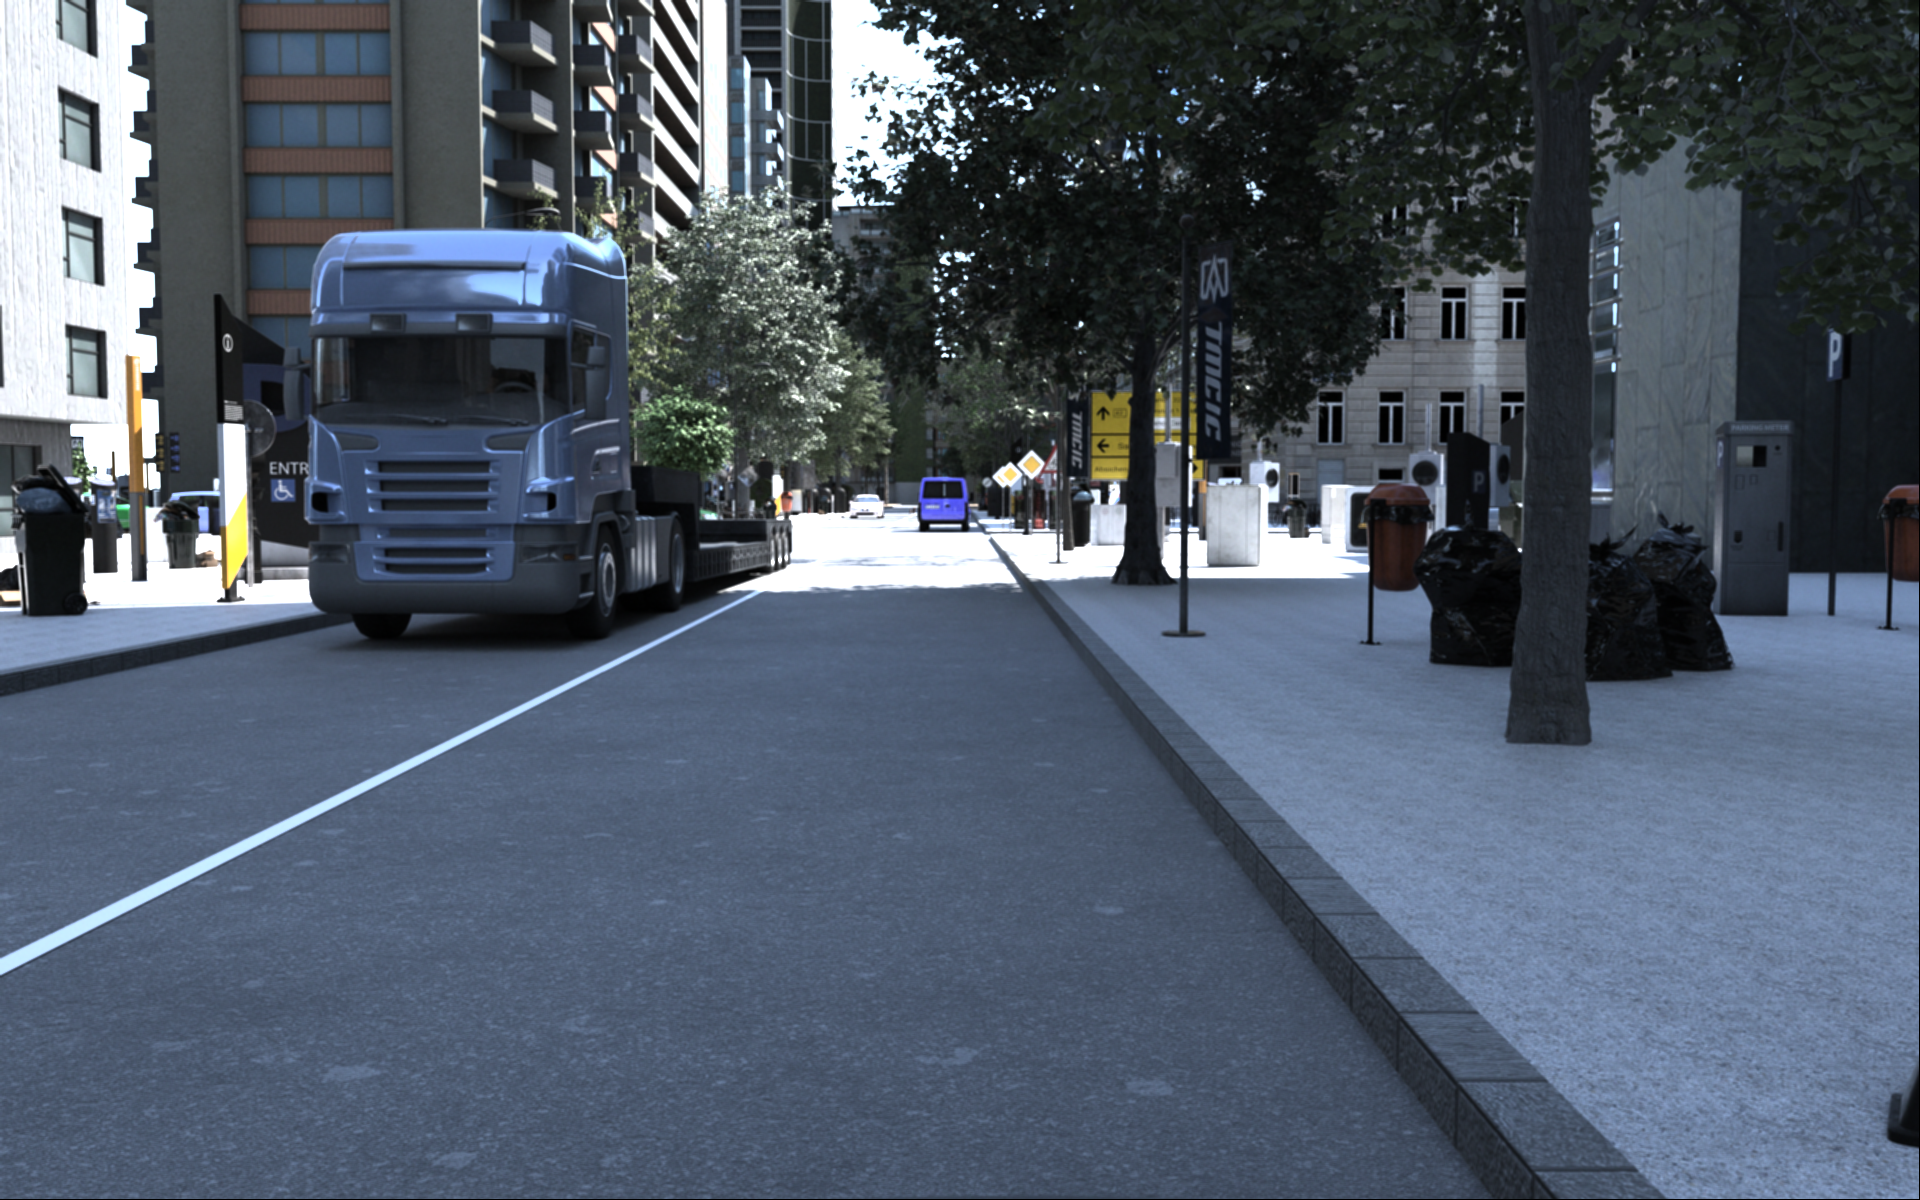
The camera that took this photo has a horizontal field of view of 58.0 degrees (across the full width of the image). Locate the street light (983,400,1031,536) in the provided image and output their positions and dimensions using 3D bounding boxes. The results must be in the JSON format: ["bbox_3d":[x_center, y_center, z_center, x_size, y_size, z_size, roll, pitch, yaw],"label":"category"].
[{"bbox_3d":[1.531,-4.936,53.242,1.470,5.913,1.316,0,4,0],"label":"street light"}]

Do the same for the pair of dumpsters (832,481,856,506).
[{"bbox_3d":[-8.518,-7.591,126.602,1.574,2.255,4.437,0,3,0],"label":"pair of dumpsters"}]

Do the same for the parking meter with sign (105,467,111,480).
[{"bbox_3d":[-55.675,-7.138,112.966,0.543,3.016,1.738,-3,5,-44],"label":"parking meter with sign"}]

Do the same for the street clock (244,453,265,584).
[{"bbox_3d":[-10.070,-1.227,24.627,0.471,2.002,0.358,3,5,44],"label":"street clock"}]

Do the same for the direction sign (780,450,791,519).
[{"bbox_3d":[-8.974,-5.943,89.164,0.876,3.537,0.379,3,5,44],"label":"direction sign"}]

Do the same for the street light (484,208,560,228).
[{"bbox_3d":[-7.203,-3.409,28.284,1.470,5.913,1.316,0,4,0],"label":"street light"}]

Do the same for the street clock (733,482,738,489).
[{"bbox_3d":[-11.461,-5.183,89.312,0.471,2.002,0.358,2,4,35],"label":"street clock"}]

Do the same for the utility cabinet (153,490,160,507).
[{"bbox_3d":[-45.374,-5.513,98.810,0.318,1.500,1.173,2,4,31],"label":"utility cabinet"}]

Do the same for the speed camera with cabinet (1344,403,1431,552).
[{"bbox_3d":[9.524,-2.670,37.996,2.038,3.252,0.660,1,4,22],"label":"speed camera with cabinet"}]

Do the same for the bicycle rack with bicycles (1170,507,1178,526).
[{"bbox_3d":[7.280,-3.461,69.973,2.925,0.926,2.852,-1,4,-14],"label":"bicycle rack with bicycles"}]

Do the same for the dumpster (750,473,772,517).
[{"bbox_3d":[-9.066,-4.698,79.305,1.502,2.255,1.985,0,4,0],"label":"dumpster"}]

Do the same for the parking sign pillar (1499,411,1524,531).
[{"bbox_3d":[14.854,-3.484,45.438,1.447,3.967,1.447,1,4,11],"label":"parking sign pillar"}]

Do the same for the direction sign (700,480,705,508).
[{"bbox_3d":[-16.219,-7.161,109.075,0.379,3.537,0.876,1,4,17],"label":"direction sign"}]

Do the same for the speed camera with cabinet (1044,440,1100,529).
[{"bbox_3d":[4.119,-4.246,63.750,2.038,3.252,0.660,1,4,9],"label":"speed camera with cabinet"}]

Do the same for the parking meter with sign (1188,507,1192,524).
[{"bbox_3d":[9.628,-4.750,73.921,0.543,3.016,1.738,0,4,1],"label":"parking meter with sign"}]

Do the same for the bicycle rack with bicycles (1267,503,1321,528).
[{"bbox_3d":[13.189,-3.298,67.308,2.852,0.926,2.925,2,4,35],"label":"bicycle rack with bicycles"}]

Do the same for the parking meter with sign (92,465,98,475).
[{"bbox_3d":[-53.206,-6.649,104.976,1.738,3.016,0.543,0,4,1],"label":"parking meter with sign"}]

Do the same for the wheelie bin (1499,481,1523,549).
[{"bbox_3d":[13.084,-2.013,40.813,0.980,1.594,0.693,-2,4,-23],"label":"wheelie bin"}]

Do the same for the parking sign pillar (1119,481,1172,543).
[{"bbox_3d":[4.870,-3.491,45.549,1.447,3.967,1.447,-1,4,-17],"label":"parking sign pillar"}]

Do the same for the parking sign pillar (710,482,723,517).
[{"bbox_3d":[-13.122,-6.387,92.907,1.447,3.967,1.447,-1,4,-10],"label":"parking sign pillar"}]

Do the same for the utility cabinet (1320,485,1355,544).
[{"bbox_3d":[9.704,-2.180,44.329,0.318,1.500,1.173,3,5,44],"label":"utility cabinet"}]

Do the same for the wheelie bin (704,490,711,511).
[{"bbox_3d":[-17.895,-7.068,123.476,0.693,1.594,0.980,-1,4,-13],"label":"wheelie bin"}]

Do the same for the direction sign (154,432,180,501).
[{"bbox_3d":[-29.131,-4.386,63.713,0.876,3.537,0.379,0,4,-7],"label":"direction sign"}]

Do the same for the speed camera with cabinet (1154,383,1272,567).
[{"bbox_3d":[4.420,-2.233,30.847,2.038,3.252,0.660,1,4,22],"label":"speed camera with cabinet"}]

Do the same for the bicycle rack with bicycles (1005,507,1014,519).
[{"bbox_3d":[3.633,-4.731,90.733,2.852,0.926,2.925,-2,4,-34],"label":"bicycle rack with bicycles"}]

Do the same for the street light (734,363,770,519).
[{"bbox_3d":[-7.411,-5.436,61.421,1.470,5.913,1.316,0,4,0],"label":"street light"}]

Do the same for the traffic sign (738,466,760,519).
[{"bbox_3d":[-7.511,-3.545,61.603,0.795,2.450,0.064,0,4,0],"label":"traffic sign"}]

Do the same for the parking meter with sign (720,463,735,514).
[{"bbox_3d":[-13.292,-6.451,101.729,0.543,3.016,1.738,3,5,43],"label":"parking meter with sign"}]

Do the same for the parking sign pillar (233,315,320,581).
[{"bbox_3d":[-10.272,-2.308,26.206,1.447,3.967,1.447,-2,4,-23],"label":"parking sign pillar"}]

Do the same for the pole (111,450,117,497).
[{"bbox_3d":[-39.496,-5.323,80.866,0.158,3.312,0.155,0,3,0],"label":"pole"}]

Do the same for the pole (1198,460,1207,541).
[{"bbox_3d":[6.676,-3.290,47.638,0.158,3.312,0.155,0,3,0],"label":"pole"}]

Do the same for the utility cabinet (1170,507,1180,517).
[{"bbox_3d":[11.851,-5.252,97.026,1.020,1.237,0.306,0,4,1],"label":"utility cabinet"}]

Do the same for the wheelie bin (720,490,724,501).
[{"bbox_3d":[-18.129,-7.635,132.741,0.980,1.594,0.693,1,4,17],"label":"wheelie bin"}]

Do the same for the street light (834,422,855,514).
[{"bbox_3d":[-7.429,-8.506,111.606,1.470,5.913,1.316,0,4,0],"label":"street light"}]

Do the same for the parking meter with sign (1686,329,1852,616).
[{"bbox_3d":[8.398,-1.352,18.374,1.738,3.016,0.543,1,4,11],"label":"parking meter with sign"}]

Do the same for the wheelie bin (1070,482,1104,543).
[{"bbox_3d":[3.125,-2.313,45.725,0.693,1.594,0.980,-3,5,-44],"label":"wheelie bin"}]

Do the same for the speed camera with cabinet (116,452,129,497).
[{"bbox_3d":[-40.188,-5.406,82.724,0.660,3.252,2.038,-3,4,-38],"label":"speed camera with cabinet"}]

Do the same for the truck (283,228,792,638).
[{"bbox_3d":[-4.594,-2.103,24.137,2.967,4.110,18.799,0,4,1],"label":"truck"}]

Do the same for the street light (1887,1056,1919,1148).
[{"bbox_3d":[1.484,-1.881,3.301,1.470,5.913,1.316,0,4,0],"label":"street light"}]

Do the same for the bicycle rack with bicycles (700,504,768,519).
[{"bbox_3d":[-8.529,-3.155,64.958,2.925,0.926,2.852,-1,4,-12],"label":"bicycle rack with bicycles"}]

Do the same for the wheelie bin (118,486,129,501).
[{"bbox_3d":[-32.818,-3.706,68.500,0.980,1.594,0.693,-1,4,-20],"label":"wheelie bin"}]

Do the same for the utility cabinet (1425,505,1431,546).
[{"bbox_3d":[10.953,-1.810,40.754,1.020,1.237,0.306,3,5,43],"label":"utility cabinet"}]

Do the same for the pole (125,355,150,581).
[{"bbox_3d":[-12.134,-1.937,25.516,0.158,3.312,0.155,0,3,0],"label":"pole"}]

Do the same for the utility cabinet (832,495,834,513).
[{"bbox_3d":[-8.517,-6.478,117.072,0.306,1.237,1.020,2,4,29],"label":"utility cabinet"}]

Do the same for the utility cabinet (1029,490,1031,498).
[{"bbox_3d":[4.144,-5.779,103.168,1.173,1.500,0.318,2,4,31],"label":"utility cabinet"}]

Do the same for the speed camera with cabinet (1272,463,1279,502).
[{"bbox_3d":[8.047,-3.294,48.186,2.038,3.252,0.660,-3,5,-42],"label":"speed camera with cabinet"}]

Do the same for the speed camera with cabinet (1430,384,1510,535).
[{"bbox_3d":[9.100,-2.221,30.651,0.660,3.252,2.038,3,4,38],"label":"speed camera with cabinet"}]

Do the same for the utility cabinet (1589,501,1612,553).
[{"bbox_3d":[5.794,-0.312,16.271,0.306,1.237,1.020,3,5,40],"label":"utility cabinet"}]

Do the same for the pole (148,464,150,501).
[{"bbox_3d":[-47.787,-6.608,101.889,0.158,3.312,0.155,0,3,0],"label":"pole"}]

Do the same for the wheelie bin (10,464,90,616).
[{"bbox_3d":[-9.668,-0.641,18.385,0.693,1.594,0.980,-3,4,-38],"label":"wheelie bin"}]

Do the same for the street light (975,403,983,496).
[{"bbox_3d":[1.348,-6.987,86.775,1.470,5.913,1.316,0,4,0],"label":"street light"}]
